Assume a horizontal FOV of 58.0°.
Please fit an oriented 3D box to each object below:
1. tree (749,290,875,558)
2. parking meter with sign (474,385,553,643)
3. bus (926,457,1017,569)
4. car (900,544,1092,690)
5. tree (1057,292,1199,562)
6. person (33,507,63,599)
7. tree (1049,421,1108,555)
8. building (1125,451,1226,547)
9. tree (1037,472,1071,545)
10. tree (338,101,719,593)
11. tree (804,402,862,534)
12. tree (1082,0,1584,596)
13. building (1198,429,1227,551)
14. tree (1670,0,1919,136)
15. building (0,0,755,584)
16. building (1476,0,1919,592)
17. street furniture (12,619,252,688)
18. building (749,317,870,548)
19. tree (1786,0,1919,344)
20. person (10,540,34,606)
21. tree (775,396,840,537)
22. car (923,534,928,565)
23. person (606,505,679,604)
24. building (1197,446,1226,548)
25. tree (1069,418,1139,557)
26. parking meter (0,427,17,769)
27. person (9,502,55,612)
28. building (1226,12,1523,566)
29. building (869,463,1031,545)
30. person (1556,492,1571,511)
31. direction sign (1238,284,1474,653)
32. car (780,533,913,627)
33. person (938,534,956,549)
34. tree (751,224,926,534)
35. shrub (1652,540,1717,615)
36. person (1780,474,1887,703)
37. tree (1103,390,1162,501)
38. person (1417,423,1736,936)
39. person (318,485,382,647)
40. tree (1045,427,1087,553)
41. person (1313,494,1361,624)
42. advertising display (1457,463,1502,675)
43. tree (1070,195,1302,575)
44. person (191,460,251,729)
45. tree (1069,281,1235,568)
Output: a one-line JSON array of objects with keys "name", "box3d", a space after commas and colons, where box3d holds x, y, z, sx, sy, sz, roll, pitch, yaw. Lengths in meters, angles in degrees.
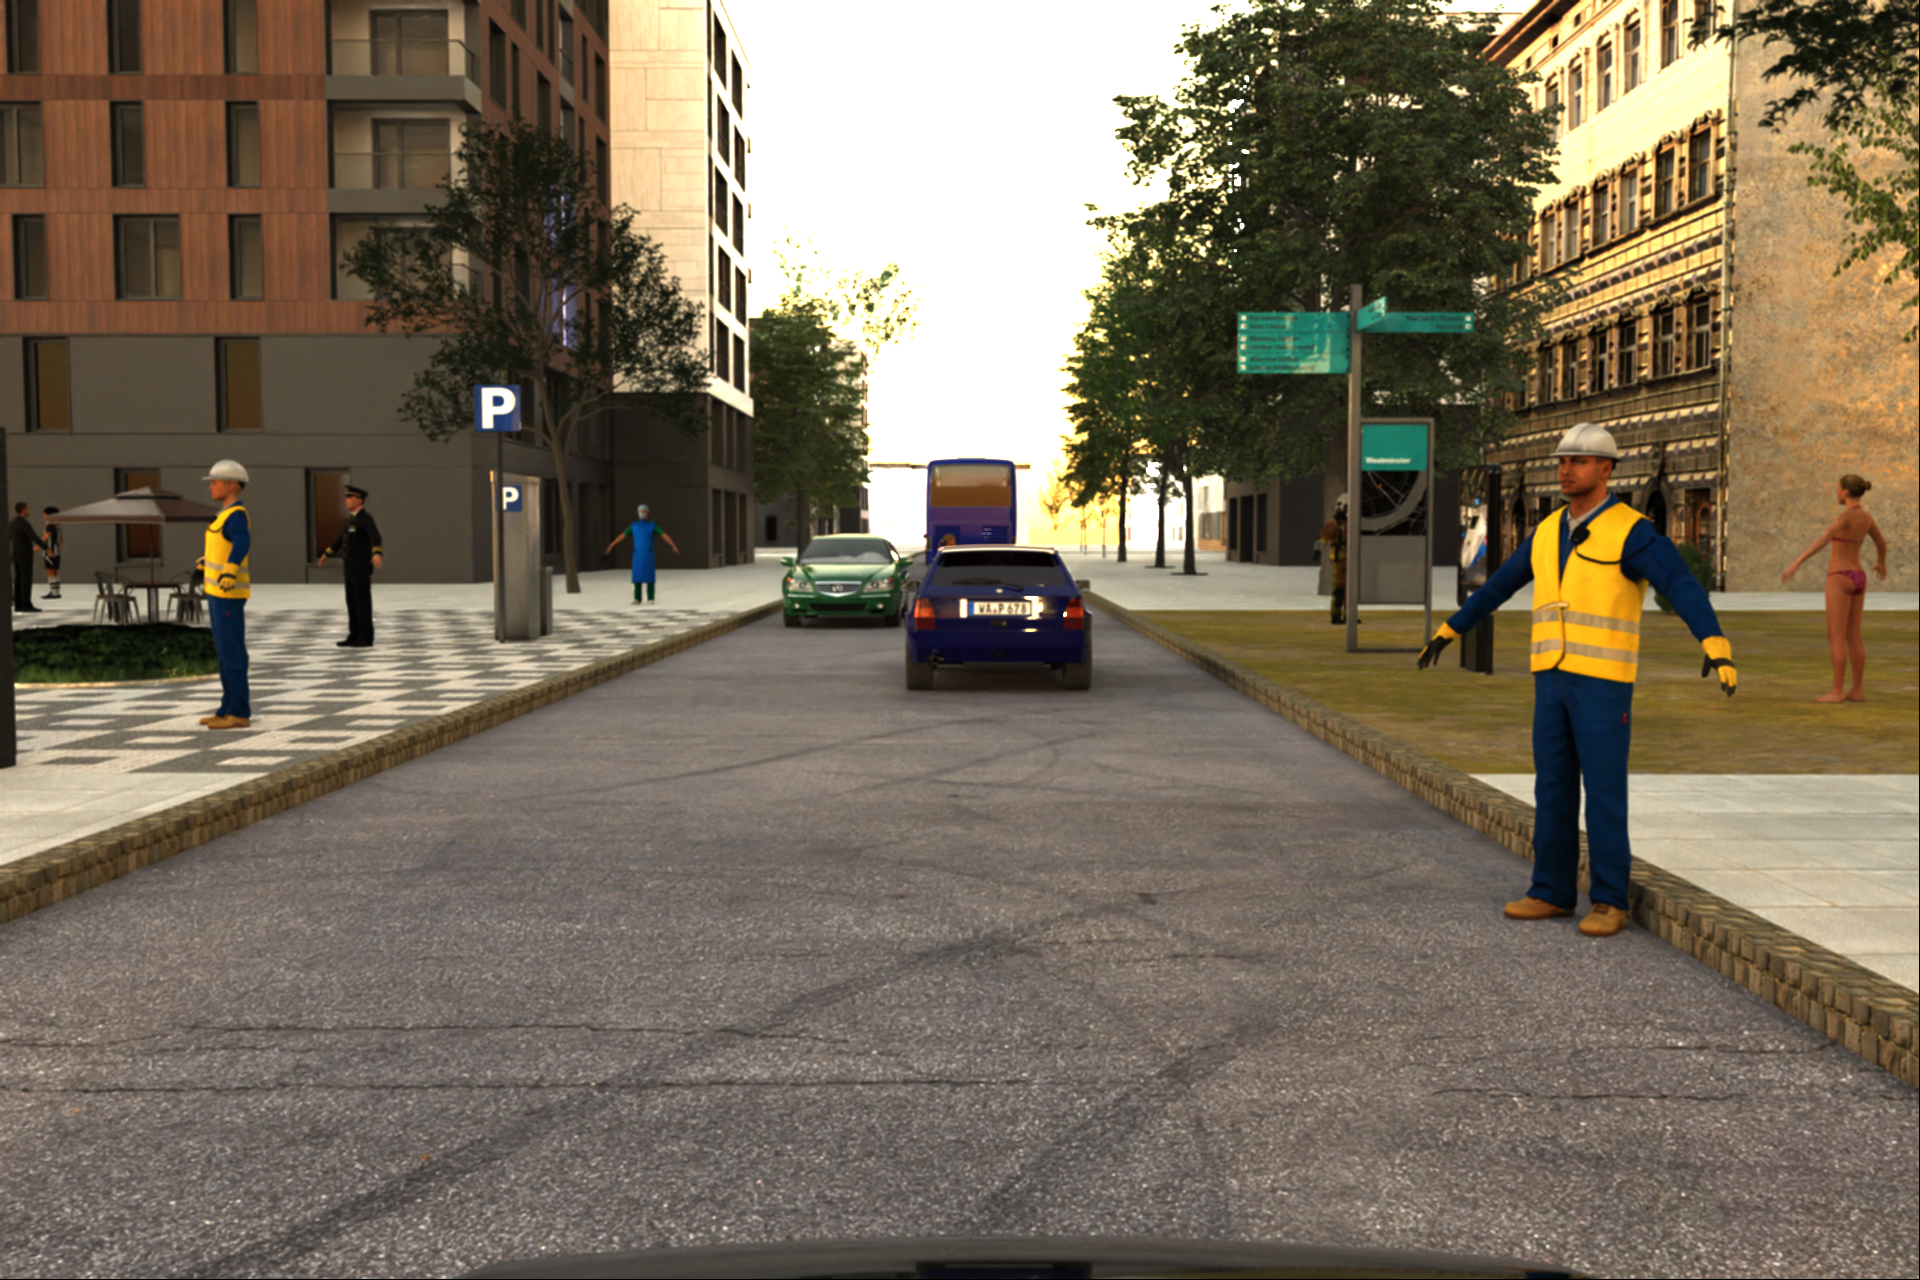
[{"name": "tree", "box3d": [-7.900, -9.983, 81.355, 7.486, 12.596, 7.792, 0, 3, 0]}, {"name": "parking meter with sign", "box3d": [-5.390, -1.522, 21.139, 0.543, 3.016, 1.738, 0, 4, 0]}, {"name": "bus", "box3d": [0.359, -3.840, 54.335, 2.896, 3.916, 12.251, 0, 4, 0]}, {"name": "car", "box3d": [0.356, -0.286, 17.260, 1.945, 1.354, 3.894, 0, 4, 0]}, {"name": "tree", "box3d": [7.898, -9.927, 80.441, 7.486, 12.596, 7.792, 0, 3, 0]}, {"name": "person", "box3d": [-18.065, -1.729, 34.408, 0.704, 1.843, 1.345, -1, 4, -10]}, {"name": "tree", "box3d": [7.807, -9.540, 106.343, 4.360, 8.622, 3.978, 0, 3, 0]}, {"name": "building", "box3d": [22.390, -14.542, 179.914, 9.099, 9.664, 28.070, 0, 4, 0]}, {"name": "tree", "box3d": [10.960, -15.257, 199.820, 4.737, 8.622, 4.395, 0, 3, 0]}, {"name": "tree", "box3d": [-8.664, -6.307, 37.529, 7.601, 10.594, 8.767, 3, 4, 36]}, {"name": "tree", "box3d": [-7.535, -8.990, 97.341, 4.737, 8.622, 4.395, 0, 3, 0]}, {"name": "tree", "box3d": [7.732, -7.907, 35.933, 9.857, 13.997, 8.962, 0, 3, 0]}, {"name": "building", "box3d": [24.426, -17.282, 138.983, 16.016, 20.090, 11.380, 0, 4, 0]}, {"name": "tree", "box3d": [6.722, -4.526, 8.417, 7.601, 10.594, 8.767, 1, 4, 20]}, {"name": "building", "box3d": [-23.051, -13.224, 60.194, 27.936, 21.610, 32.646, 0, 3, 0]}, {"name": "building", "box3d": [26.032, -13.176, 46.349, 19.493, 23.208, 18.063, 0, 4, 0]}, {"name": "street furniture", "box3d": [-11.249, 0.113, 13.774, 10.072, 0.657, 5.734, -1, 4, -12]}, {"name": "building", "box3d": [-24.402, -20.534, 179.710, 27.936, 21.610, 32.646, 0, 4, 1]}, {"name": "tree", "box3d": [12.107, -4.282, 20.375, 4.737, 8.622, 4.395, 0, 3, 0]}, {"name": "person", "box3d": [-17.070, -1.508, 30.784, 1.348, 1.813, 0.705, 0, 4, 4]}, {"name": "tree", "box3d": [-7.814, -8.682, 92.312, 4.737, 8.622, 4.395, 0, 3, 0]}, {"name": "car", "box3d": [-0.599, -4.487, 82.036, 2.281, 1.827, 5.304, 0, 3, 0]}, {"name": "person", "box3d": [-5.784, -1.559, 31.623, 1.347, 1.817, 0.704, 0, 4, 3]}, {"name": "building", "box3d": [27.146, -18.541, 159.572, 16.016, 20.090, 11.380, 0, 4, 1]}, {"name": "tree", "box3d": [7.903, -8.843, 94.940, 4.360, 8.622, 3.978, 0, 3, 0]}, {"name": "parking meter", "box3d": [-5.425, -0.229, 9.449, 0.399, 1.863, 0.255, 0, 4, 1]}, {"name": "person", "box3d": [-15.420, -1.366, 28.551, 1.346, 1.802, 0.704, 2, 4, 31]}, {"name": "building", "box3d": [26.656, -14.710, 84.481, 27.936, 21.610, 32.646, 0, 4, 0]}, {"name": "building", "box3d": [-5.716, -15.874, 204.139, 28.070, 9.664, 9.099, 0, 4, 3]}, {"name": "person", "box3d": [7.697, -0.992, 21.992, 0.705, 1.856, 1.354, 3, 4, 37]}, {"name": "direction sign", "box3d": [4.247, -1.794, 18.095, 2.525, 3.948, 1.411, 0, 4, -1]}, {"name": "car", "box3d": [-1.805, -1.008, 28.285, 2.131, 1.459, 4.920, 0, 4, 1]}, {"name": "person", "box3d": [-0.086, -0.830, 25.288, 0.599, 1.433, 0.991, 0, 4, 7]}, {"name": "tree", "box3d": [-9.256, -15.447, 108.455, 12.611, 20.169, 13.585, 0, 3, 0]}, {"name": "shrub", "box3d": [11.426, -0.994, 27.369, 1.383, 1.207, 1.383, 0, 3, 0]}, {"name": "person", "box3d": [6.722, -0.395, 13.269, 1.217, 1.733, 0.721, -2, 4, -30]}, {"name": "tree", "box3d": [20.280, -21.420, 206.113, 12.611, 20.169, 13.585, 0, 3, 0]}, {"name": "person", "box3d": [2.256, 0.128, 6.328, 0.705, 1.833, 1.349, -2, 4, -33]}, {"name": "person", "box3d": [-6.895, -0.845, 19.744, 1.347, 1.837, 0.705, 3, 5, 43]}, {"name": "tree", "box3d": [8.099, -10.013, 114.074, 4.360, 8.622, 3.978, 0, 3, 0]}, {"name": "person", "box3d": [5.508, -1.160, 24.730, 1.354, 1.858, 0.705, -2, 4, -32]}, {"name": "advertising display", "box3d": [4.841, -0.671, 16.187, 0.123, 1.923, 0.974, 0, 4, 1]}, {"name": "tree", "box3d": [7.072, -7.861, 54.279, 9.928, 11.665, 9.643, 0, 3, 0]}, {"name": "person", "box3d": [-4.940, -0.308, 11.496, 0.721, 1.772, 1.216, -2, 4, -32]}, {"name": "tree", "box3d": [7.733, -8.545, 65.469, 9.928, 11.665, 9.643, 0, 3, 0]}]
